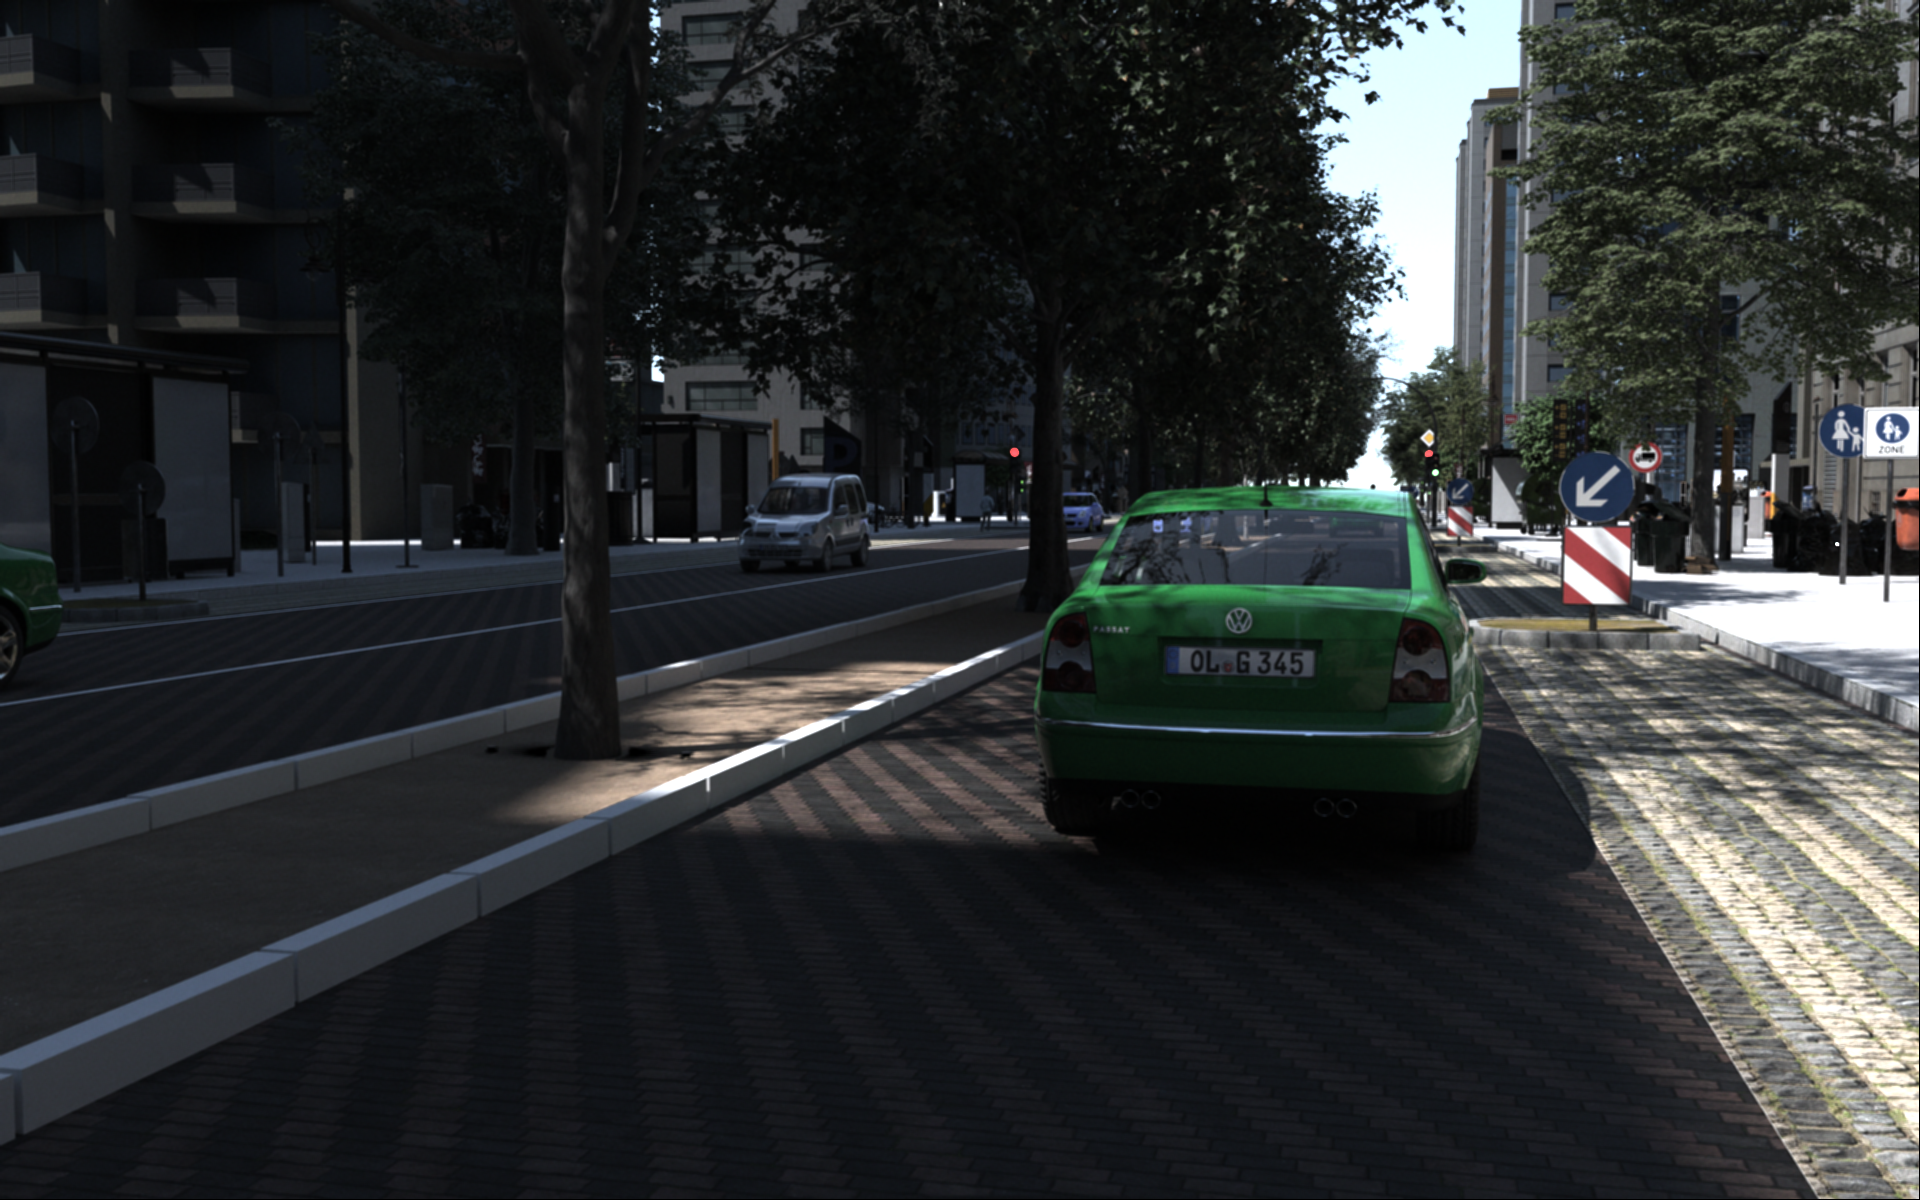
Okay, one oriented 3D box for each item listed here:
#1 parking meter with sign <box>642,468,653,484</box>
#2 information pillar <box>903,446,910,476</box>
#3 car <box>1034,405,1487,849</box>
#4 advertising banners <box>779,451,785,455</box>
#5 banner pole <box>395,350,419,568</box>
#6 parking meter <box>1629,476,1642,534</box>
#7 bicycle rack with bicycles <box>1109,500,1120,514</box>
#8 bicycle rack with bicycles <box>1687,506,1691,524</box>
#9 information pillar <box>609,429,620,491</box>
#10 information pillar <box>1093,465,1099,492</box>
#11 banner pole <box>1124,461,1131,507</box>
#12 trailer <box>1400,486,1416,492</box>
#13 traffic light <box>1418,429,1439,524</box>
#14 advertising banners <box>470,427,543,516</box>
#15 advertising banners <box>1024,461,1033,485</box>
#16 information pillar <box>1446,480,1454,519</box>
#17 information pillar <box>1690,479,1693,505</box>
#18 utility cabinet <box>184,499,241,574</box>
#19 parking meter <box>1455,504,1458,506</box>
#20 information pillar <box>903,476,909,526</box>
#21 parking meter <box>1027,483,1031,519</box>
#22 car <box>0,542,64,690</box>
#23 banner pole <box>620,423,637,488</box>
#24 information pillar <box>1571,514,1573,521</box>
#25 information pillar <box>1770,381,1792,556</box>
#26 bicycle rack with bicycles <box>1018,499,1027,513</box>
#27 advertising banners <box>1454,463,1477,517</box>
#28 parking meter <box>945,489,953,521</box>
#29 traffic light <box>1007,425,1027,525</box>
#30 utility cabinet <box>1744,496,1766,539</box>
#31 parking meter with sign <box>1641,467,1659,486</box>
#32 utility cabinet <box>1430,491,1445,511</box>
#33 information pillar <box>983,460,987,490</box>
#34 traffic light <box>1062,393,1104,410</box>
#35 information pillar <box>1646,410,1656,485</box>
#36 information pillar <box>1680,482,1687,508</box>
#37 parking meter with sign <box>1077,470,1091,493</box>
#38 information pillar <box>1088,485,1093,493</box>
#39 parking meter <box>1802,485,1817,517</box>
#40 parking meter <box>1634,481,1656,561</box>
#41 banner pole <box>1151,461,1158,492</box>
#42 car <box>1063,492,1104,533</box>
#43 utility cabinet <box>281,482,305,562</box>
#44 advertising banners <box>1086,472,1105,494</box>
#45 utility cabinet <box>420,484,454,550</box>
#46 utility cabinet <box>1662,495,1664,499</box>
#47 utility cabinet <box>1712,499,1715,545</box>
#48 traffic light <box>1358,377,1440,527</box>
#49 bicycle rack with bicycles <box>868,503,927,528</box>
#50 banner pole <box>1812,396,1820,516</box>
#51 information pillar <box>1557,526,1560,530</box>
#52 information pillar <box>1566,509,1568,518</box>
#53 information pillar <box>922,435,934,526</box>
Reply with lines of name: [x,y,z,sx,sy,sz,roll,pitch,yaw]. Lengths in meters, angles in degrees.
parking meter with sign: [-15.498,-5.504,86.257,0.543,3.016,1.738,-3,5,-39]
information pillar: [-2.633,-5.754,85.433,0.183,3.616,0.504,3,5,41]
car: [1.591,0.017,8.513,1.959,1.807,4.718,1,4,15]
advertising banners: [-7.656,-4.522,70.130,0.090,3.025,2.074,2,4,27]
banner pole: [-9.632,-2.443,29.960,0.401,3.779,0.863,-1,4,-10]
parking meter: [21.928,-3.091,56.254,0.255,1.863,0.399,2,4,35]
bicycle rack with bicycles: [9.574,-6.131,113.624,2.852,0.926,2.925,1,4,19]
bicycle rack with bicycles: [31.611,-3.803,75.561,2.925,0.926,2.852,3,5,40]
information pillar: [-9.134,-3.330,45.803,0.183,3.616,0.504,1,4,14]
information pillar: [10.826,-8.972,138.042,0.504,3.616,0.183,0,4,2]
banner pole: [12.726,-8.638,131.245,0.401,3.779,0.863,-3,5,-44]
trailer: [30.677,-6.836,118.814,1.471,1.999,3.904,1,4,13]
traffic light: [20.181,-5.243,74.651,0.839,4.253,0.868,1,4,13]
advertising banners: [-11.758,-2.976,44.839,2.074,3.025,0.090,-3,4,-38]
advertising banners: [4.425,-5.891,92.501,2.074,3.025,0.090,0,4,6]
information pillar: [25.267,-5.187,89.296,0.304,2.012,0.304,3,4,38]
information pillar: [36.760,-5.033,86.774,0.304,2.012,0.304,1,4,13]
utility cabinet: [-12.200,-1.034,28.075,0.306,1.237,1.020,2,4,34]
parking meter: [29.866,-6.002,103.846,0.399,1.863,0.255,-2,4,-27]
information pillar: [-2.099,-4.024,70.278,0.304,2.012,0.304,2,4,31]
parking meter: [3.648,-5.165,90.162,0.255,1.863,0.399,0,4,-5]
car: [-8.118,-0.152,11.282,1.959,1.807,4.718,1,4,14]
banner pole: [-10.751,-4.050,56.235,0.863,3.779,0.401,-2,4,-29]
information pillar: [29.281,-4.770,82.485,0.304,2.012,0.304,1,4,17]
information pillar: [16.929,-2.713,35.711,0.504,3.616,0.183,-2,4,-30]
bicycle rack with bicycles: [5.088,-6.309,116.531,2.925,0.926,2.852,2,4,25]
advertising banners: [28.461,-6.109,96.063,2.074,3.025,0.090,1,4,15]
parking meter: [-0.497,-4.451,81.177,0.372,1.533,0.369,0,3,0]
traffic light: [2.304,-5.002,70.703,0.839,4.253,0.868,1,4,13]
utility cabinet: [22.479,-2.350,49.587,1.020,1.237,0.306,2,4,31]
parking meter with sign: [37.552,-6.069,95.491,1.738,3.016,0.543,2,4,25]
utility cabinet: [36.257,-7.518,131.600,1.173,1.500,0.318,1,4,16]
information pillar: [1.628,-7.513,114.199,0.183,3.616,0.504,-2,4,-32]
traffic light: [6.225,-6.321,78.013,4.771,5.953,1.251,1,4,13]
information pillar: [18.553,-3.376,46.555,0.183,3.616,0.504,3,4,37]
information pillar: [44.071,-6.175,105.460,0.304,2.012,0.304,3,5,41]
parking meter with sign: [8.983,-8.068,128.176,0.543,3.016,1.738,-2,4,-27]
information pillar: [11.139,-8.772,147.912,0.304,2.012,0.304,0,4,-8]
parking meter: [23.998,-2.479,48.945,0.372,1.533,0.369,0,3,0]
parking meter: [13.212,-1.529,33.416,0.372,1.533,0.369,0,3,0]
banner pole: [14.603,-8.563,130.014,0.401,3.779,0.863,-3,5,-45]
car: [4.332,-3.406,65.284,1.945,1.707,3.694,1,4,14]
utility cabinet: [-12.571,-1.465,32.628,0.318,1.500,1.173,-2,4,-28]
advertising banners: [10.578,-8.617,137.070,2.074,3.025,0.090,-1,4,-10]
utility cabinet: [-11.950,-1.893,39.626,0.318,1.500,1.173,0,4,5]
utility cabinet: [37.870,-5.049,93.705,0.306,1.237,1.020,2,4,27]
utility cabinet: [14.643,-1.399,34.032,0.306,1.237,1.020,1,4,19]
traffic light: [16.260,-5.662,67.234,4.771,5.953,1.251,1,4,13]
bicycle rack with bicycles: [-2.604,-3.246,66.454,2.925,0.926,2.852,-1,4,-20]
banner pole: [21.818,-3.315,44.213,0.401,3.779,0.863,2,4,27]
information pillar: [21.471,-4.328,62.117,0.183,3.616,0.504,2,4,24]
information pillar: [31.995,-6.137,91.695,0.504,3.616,0.183,-2,4,-24]
information pillar: [-1.270,-4.749,68.997,0.504,3.616,0.183,3,5,41]
